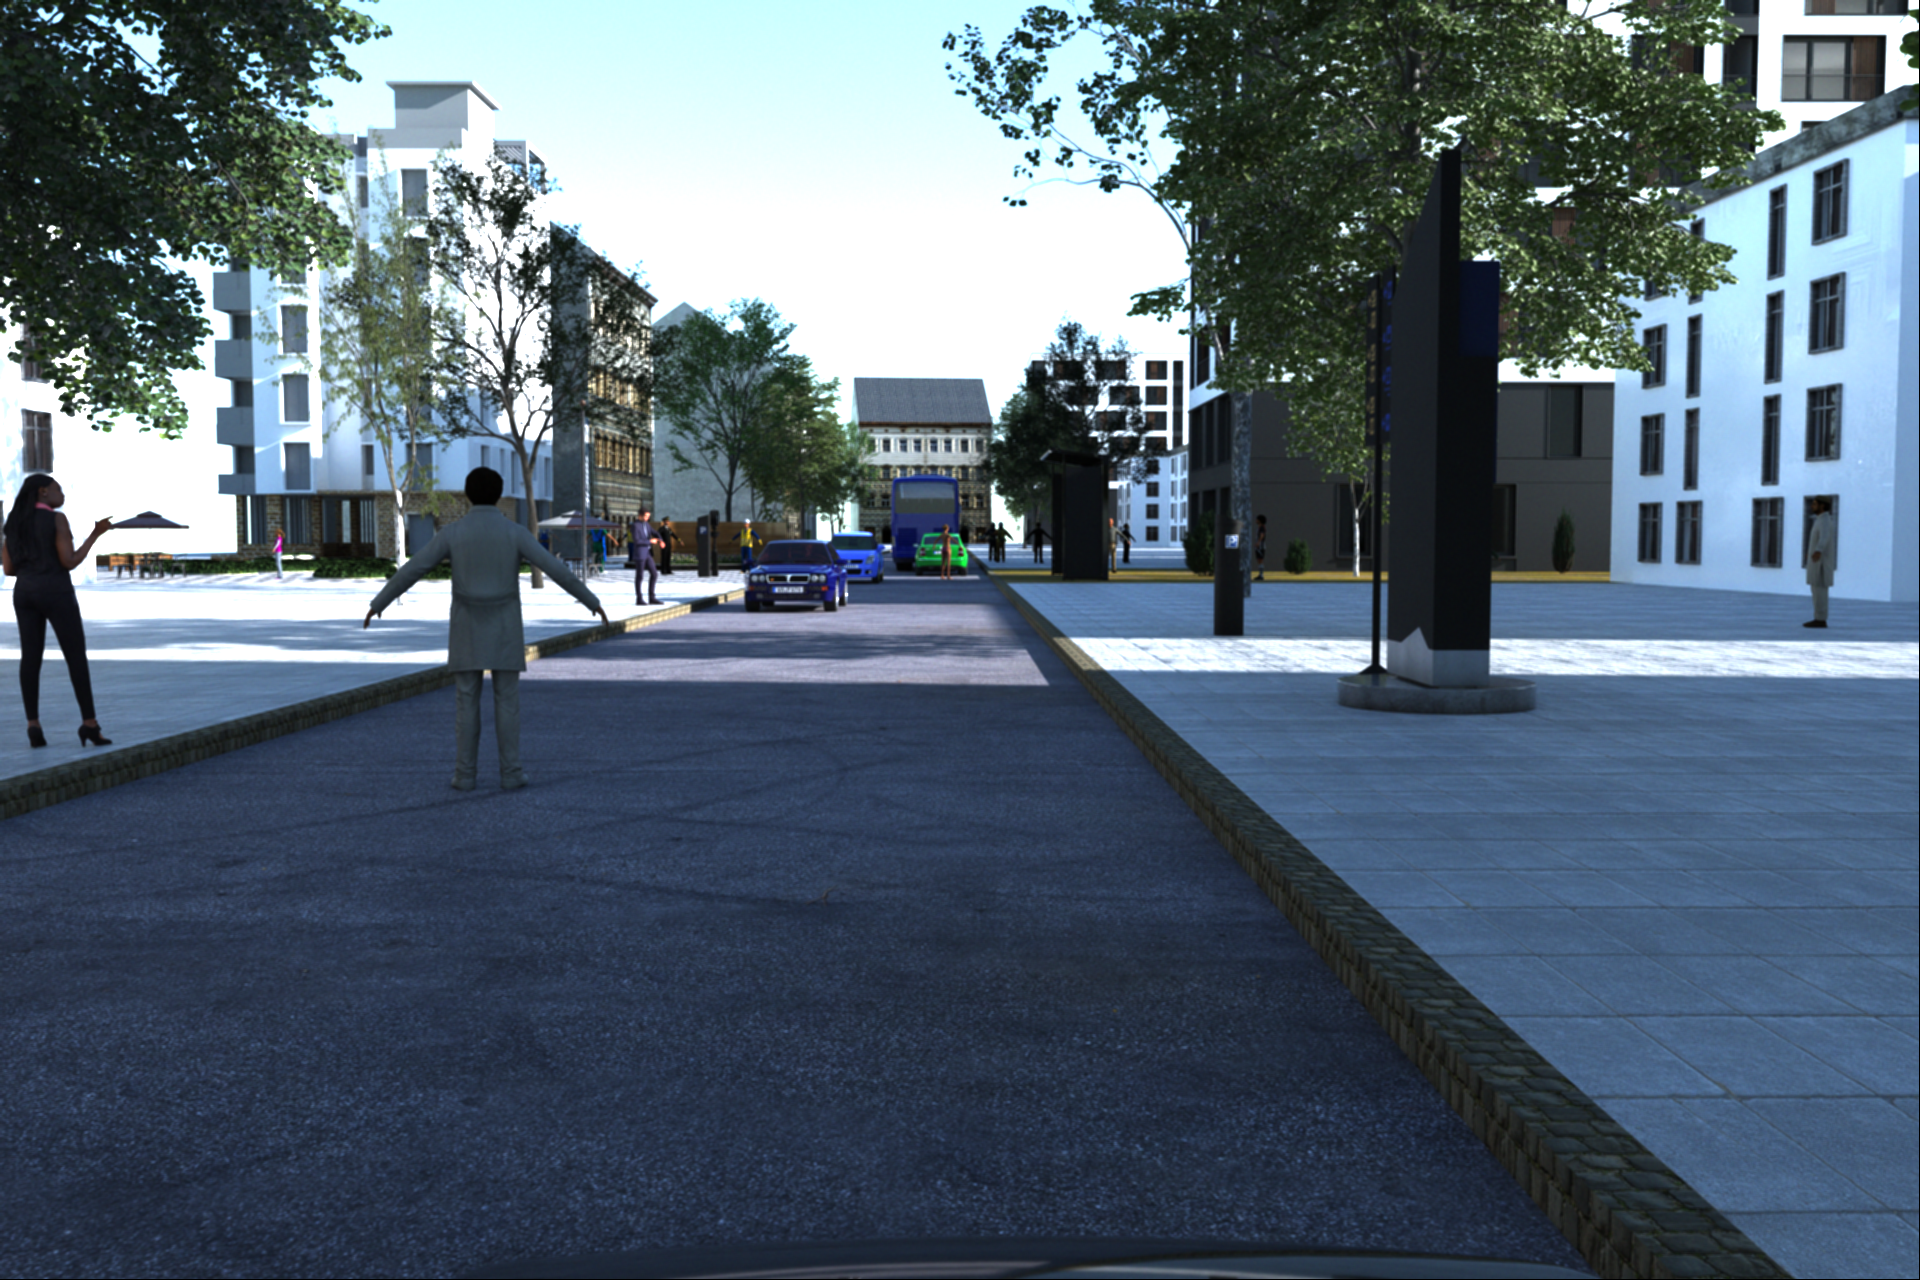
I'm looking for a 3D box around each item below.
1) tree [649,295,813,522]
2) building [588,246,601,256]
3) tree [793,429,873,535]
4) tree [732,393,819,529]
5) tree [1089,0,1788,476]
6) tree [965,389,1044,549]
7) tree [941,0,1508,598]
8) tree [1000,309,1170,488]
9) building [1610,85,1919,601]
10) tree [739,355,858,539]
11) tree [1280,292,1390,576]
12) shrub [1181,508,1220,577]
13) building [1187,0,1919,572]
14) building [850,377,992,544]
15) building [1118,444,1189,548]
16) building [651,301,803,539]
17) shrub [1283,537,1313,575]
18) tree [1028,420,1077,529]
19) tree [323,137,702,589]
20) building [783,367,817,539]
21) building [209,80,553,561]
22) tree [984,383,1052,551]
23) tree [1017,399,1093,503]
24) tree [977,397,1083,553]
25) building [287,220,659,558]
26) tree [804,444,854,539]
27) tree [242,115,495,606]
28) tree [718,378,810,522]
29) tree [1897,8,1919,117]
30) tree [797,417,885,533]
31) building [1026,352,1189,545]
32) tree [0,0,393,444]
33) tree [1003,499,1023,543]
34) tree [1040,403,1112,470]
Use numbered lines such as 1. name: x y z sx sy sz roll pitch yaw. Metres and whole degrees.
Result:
1. tree: -9.932 -9.119 74.850 9.928 11.665 9.643 0 3 0
2. building: -29.292 -15.829 115.222 16.016 20.090 11.380 0 4 0
3. tree: -10.548 -12.633 140.965 7.601 10.594 8.767 1 4 22
4. tree: -10.163 -8.501 89.358 4.360 8.622 3.978 0 3 0
5. tree: 5.372 -6.244 20.222 7.486 12.596 7.792 0 3 0
6. tree: 5.470 -14.470 146.962 12.009 13.543 11.850 0 3 0
7. tree: 5.845 -11.015 35.988 12.611 20.169 13.585 0 3 0
8. tree: 5.171 -8.448 72.540 7.601 10.594 8.767 0 4 1
9. building: 22.136 -5.540 32.721 9.099 9.664 28.070 0 4 -1
10. tree: -10.323 -11.735 109.986 7.486 12.596 7.792 0 3 0
11. tree: 11.857 -6.217 52.010 4.737 8.622 4.395 0 3 0
12. shrub: 7.553 -2.966 52.528 1.661 2.075 1.752 0 3 0
13. building: 23.442 -14.095 74.429 27.936 21.610 32.646 0 4 0
14. building: -5.785 -24.960 241.483 18.063 23.208 19.493 0 4 -7
15. building: 21.679 -14.176 173.919 9.099 9.664 28.070 0 4 -1
16. building: -25.906 -20.914 172.874 19.493 23.208 18.063 0 4 0
17. shrub: 10.722 -2.682 54.966 1.383 1.207 1.383 0 3 0
18. tree: 5.624 -9.520 106.007 4.360 8.622 3.978 0 3 0
19. tree: -10.095 -6.495 40.612 8.767 10.594 7.601 -3 4 -36
20. building: -26.251 -20.347 199.133 16.747 18.905 31.486 0 4 0
21. building: -25.246 -13.291 73.733 16.016 20.090 11.380 0 4 -1
22. tree: 5.250 -12.966 130.125 7.486 12.596 7.792 0 3 0
23. tree: 5.456 -8.408 87.827 4.360 8.622 3.978 0 3 0
24. tree: 5.025 -11.182 117.236 8.767 10.594 7.601 1 4 16
25. building: -29.189 -16.630 102.833 19.493 23.208 18.063 0 4 0
26. tree: -9.888 -11.146 132.606 4.737 8.622 4.395 0 3 0
27. tree: -9.894 -4.930 30.968 4.360 8.622 3.978 0 3 0
28. tree: -9.487 -8.038 81.789 4.737 8.622 4.395 0 3 0
29. tree: 6.168 -5.360 5.770 7.486 12.596 7.792 0 3 0
30. tree: -10.454 -13.794 151.289 9.928 11.665 9.643 0 3 0
31. building: 21.886 -22.460 211.202 27.936 21.610 32.646 0 4 0
32. tree: -9.592 -6.684 15.938 9.857 13.997 8.962 0 3 0
33. tree: 8.056 -17.708 239.883 4.737 8.622 4.395 0 3 0
34. tree: 6.189 -8.742 93.299 4.737 8.622 4.395 0 3 0
